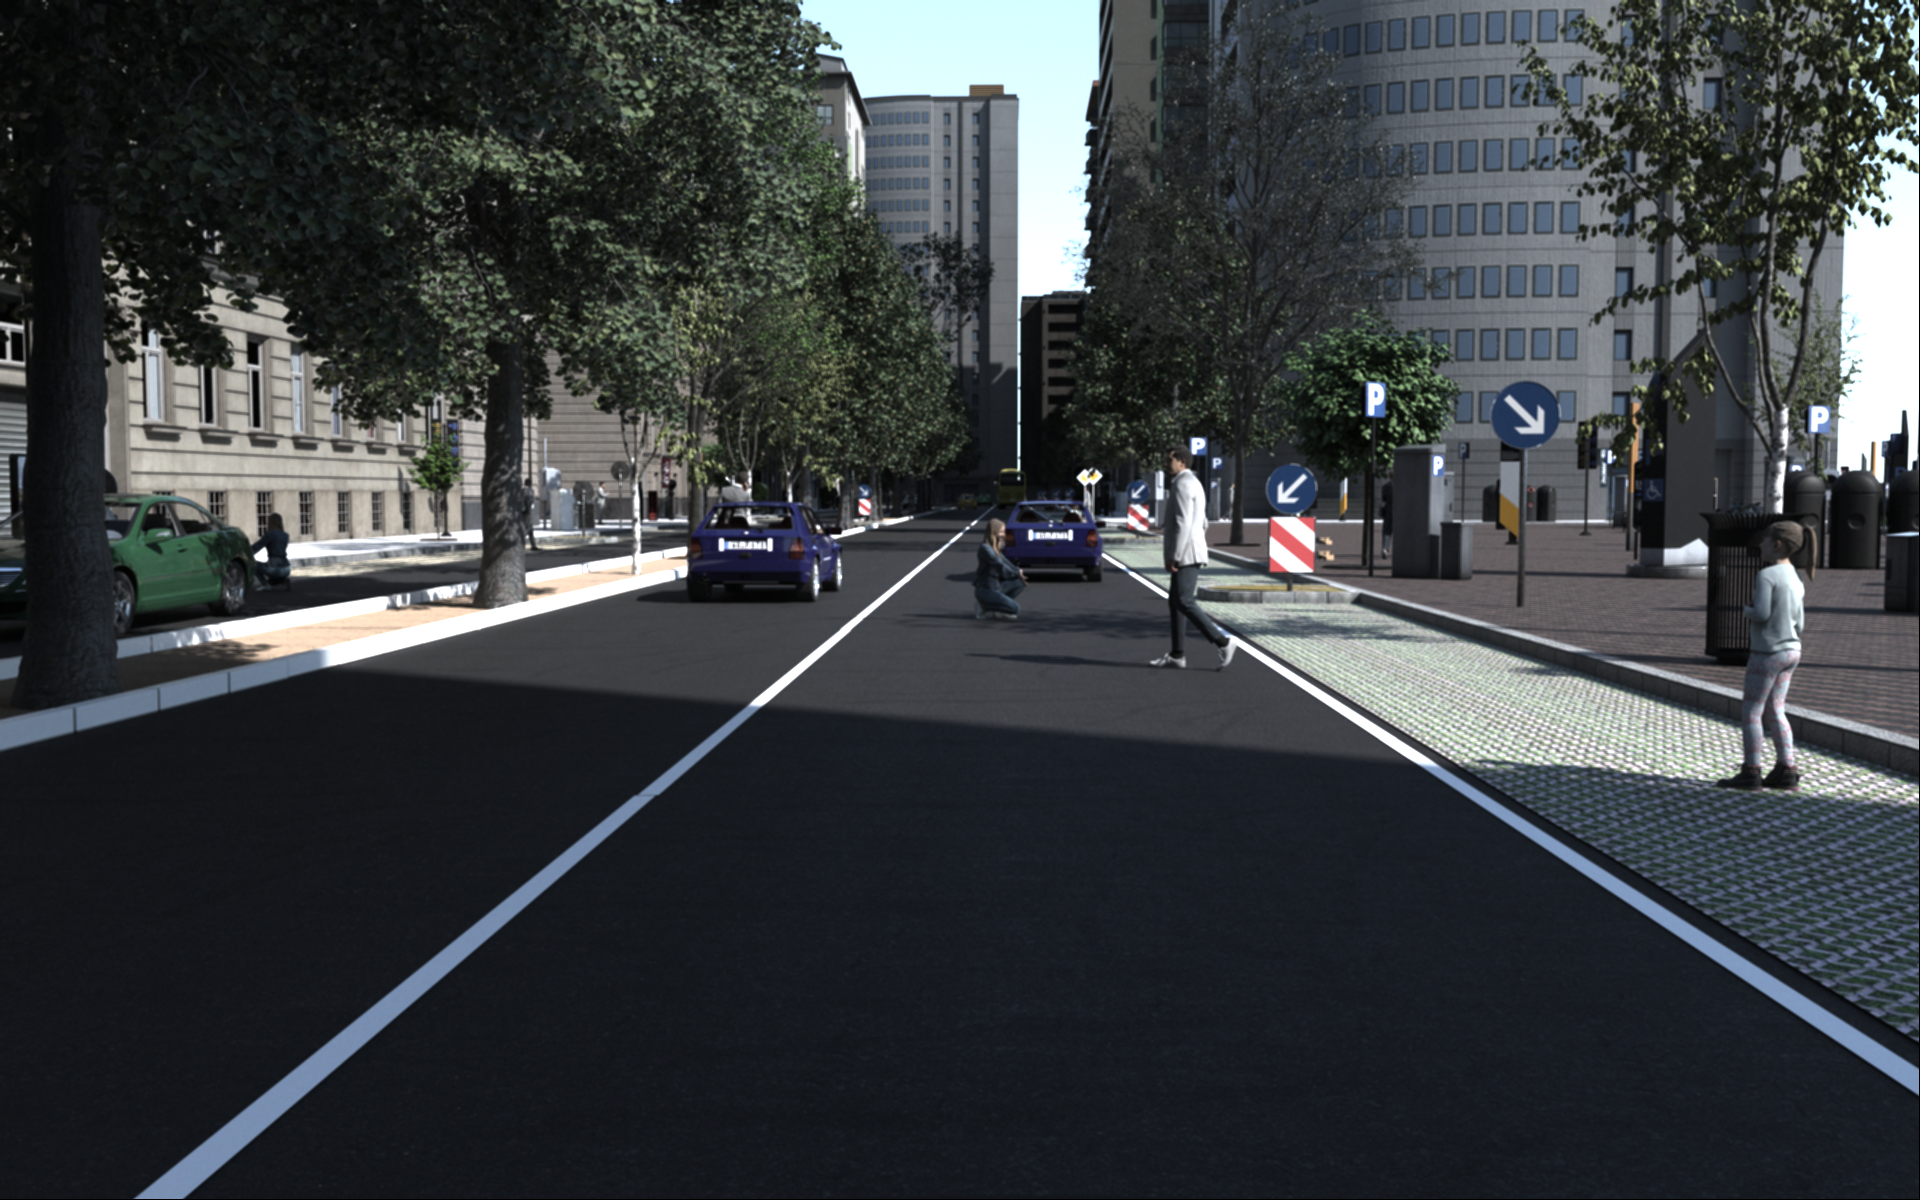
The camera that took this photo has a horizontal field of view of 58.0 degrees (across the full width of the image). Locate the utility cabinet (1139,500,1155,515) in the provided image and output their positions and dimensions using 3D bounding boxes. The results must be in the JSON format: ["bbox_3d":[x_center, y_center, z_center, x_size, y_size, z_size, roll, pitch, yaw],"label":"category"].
[{"bbox_3d":[11.052,-5.738,102.491,1.173,1.500,0.318,-1,4,-20],"label":"utility cabinet"}]

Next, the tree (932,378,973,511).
[{"bbox_3d":[-2.549,-13.377,146.931,9.928,11.665,9.643,0,3,0],"label":"tree"}]

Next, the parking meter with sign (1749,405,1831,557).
[{"bbox_3d":[16.634,-2.366,34.947,0.543,3.016,1.738,-1,4,-17],"label":"parking meter with sign"}]

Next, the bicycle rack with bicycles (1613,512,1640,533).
[{"bbox_3d":[25.356,-3.040,63.087,2.925,0.926,2.852,-1,4,-18],"label":"bicycle rack with bicycles"}]

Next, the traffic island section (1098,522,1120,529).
[{"bbox_3d":[5.640,-3.094,72.860,2.009,0.180,2.903,0,4,2],"label":"traffic island section"}]

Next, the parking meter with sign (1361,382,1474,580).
[{"bbox_3d":[7.004,-1.847,26.457,0.543,3.016,1.738,-3,5,-43],"label":"parking meter with sign"}]

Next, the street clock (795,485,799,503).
[{"bbox_3d":[-12.552,-7.908,133.869,0.358,2.002,0.471,1,4,9],"label":"street clock"}]

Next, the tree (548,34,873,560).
[{"bbox_3d":[-5.720,-6.689,37.576,9.928,11.665,9.643,0,3,0],"label":"tree"}]

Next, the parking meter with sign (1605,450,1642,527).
[{"bbox_3d":[25.989,-4.377,67.826,0.543,3.016,1.738,-1,4,-13],"label":"parking meter with sign"}]

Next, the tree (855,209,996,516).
[{"bbox_3d":[-4.406,-15.699,115.023,12.611,20.169,13.585,0,3,0],"label":"tree"}]

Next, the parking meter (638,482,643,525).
[{"bbox_3d":[-13.262,-4.008,71.244,0.399,1.863,0.255,0,4,-8],"label":"parking meter"}]

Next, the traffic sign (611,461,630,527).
[{"bbox_3d":[-13.039,-4.060,66.480,0.768,2.556,0.104,1,4,8],"label":"traffic sign"}]

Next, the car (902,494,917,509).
[{"bbox_3d":[-4.675,-9.770,171.542,2.131,1.459,4.920,0,4,3],"label":"car"}]

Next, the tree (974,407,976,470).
[{"bbox_3d":[-4.279,-10.078,84.246,9.611,12.733,9.660,0,3,0],"label":"tree"}]

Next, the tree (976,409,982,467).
[{"bbox_3d":[-3.786,-11.217,102.856,9.611,12.733,9.660,0,3,0],"label":"tree"}]

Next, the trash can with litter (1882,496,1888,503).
[{"bbox_3d":[55.338,-5.604,103.013,0.624,1.170,1.055,-2,4,-23],"label":"trash can with litter"}]

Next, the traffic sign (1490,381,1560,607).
[{"bbox_3d":[6.385,-1.195,19.647,0.768,2.556,0.104,0,4,8],"label":"traffic sign"}]

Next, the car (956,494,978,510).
[{"bbox_3d":[0.669,-9.096,158.948,2.015,1.641,3.980,0,4,0],"label":"car"}]

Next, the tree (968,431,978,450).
[{"bbox_3d":[-2.766,-12.223,136.711,8.767,10.594,7.601,0,4,2],"label":"tree"}]

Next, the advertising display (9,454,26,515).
[{"bbox_3d":[-15.082,-1.393,27.992,0.123,1.923,0.974,0,4,-8],"label":"advertising display"}]

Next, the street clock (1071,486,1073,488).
[{"bbox_3d":[9.609,-8.720,147.146,0.358,2.002,0.471,1,4,21],"label":"street clock"}]

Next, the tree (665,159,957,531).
[{"bbox_3d":[-5.161,-8.439,57.438,9.611,12.733,9.660,0,3,0],"label":"tree"}]

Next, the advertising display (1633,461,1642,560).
[{"bbox_3d":[13.573,-1.736,33.591,0.974,1.923,0.123,2,4,34],"label":"advertising display"}]

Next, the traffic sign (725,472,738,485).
[{"bbox_3d":[-10.646,-4.835,81.244,0.795,2.593,0.064,0,4,2],"label":"traffic sign"}]

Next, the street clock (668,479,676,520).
[{"bbox_3d":[-14.192,-4.926,85.115,0.471,2.002,0.358,-2,4,-32],"label":"street clock"}]

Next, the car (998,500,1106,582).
[{"bbox_3d":[1.540,-1.044,29.642,1.945,1.354,3.894,0,4,3],"label":"car"}]

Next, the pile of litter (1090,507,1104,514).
[{"bbox_3d":[8.876,-6.045,112.806,1.176,0.858,1.719,-1,4,-8],"label":"pile of litter"}]

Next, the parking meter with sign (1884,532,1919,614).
[{"bbox_3d":[10.545,-1.343,18.214,0.543,3.016,1.738,-1,4,-15],"label":"parking meter with sign"}]

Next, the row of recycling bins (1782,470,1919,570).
[{"bbox_3d":[15.821,-1.375,29.600,3.534,1.692,1.069,1,4,15],"label":"row of recycling bins"}]

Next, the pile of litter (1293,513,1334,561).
[{"bbox_3d":[6.753,-1.236,34.181,1.176,0.858,1.719,0,3,0],"label":"pile of litter"}]

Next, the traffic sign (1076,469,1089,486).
[{"bbox_3d":[5.841,-4.805,80.759,0.795,2.593,0.064,0,4,2],"label":"traffic sign"}]

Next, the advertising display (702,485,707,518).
[{"bbox_3d":[-13.074,-5.070,88.110,0.123,1.923,0.974,1,4,8],"label":"advertising display"}]

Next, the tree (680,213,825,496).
[{"bbox_3d":[-5.529,-5.646,45.132,4.360,8.622,3.978,0,3,0],"label":"tree"}]

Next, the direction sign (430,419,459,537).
[{"bbox_3d":[-15.559,-3.691,52.349,0.876,3.537,0.379,-3,5,-42],"label":"direction sign"}]

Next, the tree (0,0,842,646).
[{"bbox_3d":[-5.747,-6.865,21.358,9.857,13.997,8.962,0,3,0],"label":"tree"}]

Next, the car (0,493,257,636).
[{"bbox_3d":[-9.426,-0.442,19.029,2.131,1.459,4.920,0,3,0],"label":"car"}]

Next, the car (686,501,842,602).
[{"bbox_3d":[-2.686,-0.722,24.388,1.945,1.354,3.894,0,4,3],"label":"car"}]

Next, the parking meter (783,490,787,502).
[{"bbox_3d":[-11.476,-6.463,114.083,0.372,1.533,0.369,0,3,0],"label":"parking meter"}]

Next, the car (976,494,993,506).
[{"bbox_3d":[2.986,-12.361,210.894,1.959,1.807,4.718,0,4,1],"label":"car"}]

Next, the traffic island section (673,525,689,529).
[{"bbox_3d":[-10.895,-3.122,73.329,2.009,0.180,2.903,0,4,2],"label":"traffic island section"}]

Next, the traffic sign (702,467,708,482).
[{"bbox_3d":[-10.871,-4.347,73.262,0.795,2.593,0.064,0,4,2],"label":"traffic sign"}]

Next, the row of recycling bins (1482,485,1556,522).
[{"bbox_3d":[25.820,-4.461,80.043,3.534,1.692,1.069,-1,4,-12],"label":"row of recycling bins"}]

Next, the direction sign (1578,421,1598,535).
[{"bbox_3d":[19.504,-3.785,53.881,0.379,3.537,0.876,-1,4,-18],"label":"direction sign"}]

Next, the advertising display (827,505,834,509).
[{"bbox_3d":[-11.515,-8.999,152.342,0.974,1.923,0.123,1,4,14],"label":"advertising display"}]

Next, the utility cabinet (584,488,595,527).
[{"bbox_3d":[-14.159,-3.512,66.100,0.318,1.500,1.173,-1,4,-19],"label":"utility cabinet"}]

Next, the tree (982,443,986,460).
[{"bbox_3d":[-2.948,-12.657,126.404,9.611,12.733,9.660,0,3,0],"label":"tree"}]

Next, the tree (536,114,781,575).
[{"bbox_3d":[-5.676,-4.725,30.073,4.737,8.622,4.395,0,3,0],"label":"tree"}]

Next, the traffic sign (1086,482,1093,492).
[{"bbox_3d":[9.118,-7.488,122.531,0.768,2.556,0.104,0,4,2],"label":"traffic sign"}]

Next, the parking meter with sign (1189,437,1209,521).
[{"bbox_3d":[7.181,-3.541,54.151,0.543,3.016,1.738,-1,4,-9],"label":"parking meter with sign"}]

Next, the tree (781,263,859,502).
[{"bbox_3d":[-4.950,-5.962,50.293,4.737,8.622,4.395,0,3,0],"label":"tree"}]

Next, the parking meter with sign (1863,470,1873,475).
[{"bbox_3d":[29.242,-3.676,56.370,1.738,3.016,0.543,0,4,5],"label":"parking meter with sign"}]

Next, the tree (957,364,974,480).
[{"bbox_3d":[-4.509,-9.031,67.117,9.611,12.733,9.660,0,3,0],"label":"tree"}]

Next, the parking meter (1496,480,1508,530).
[{"bbox_3d":[19.580,-3.478,62.580,0.399,1.863,0.255,3,5,40],"label":"parking meter"}]

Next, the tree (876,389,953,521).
[{"bbox_3d":[-4.224,-9.549,93.003,8.767,10.594,7.601,0,4,2],"label":"tree"}]

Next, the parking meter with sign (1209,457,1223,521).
[{"bbox_3d":[12.012,-5.229,81.759,0.543,3.016,1.738,1,4,17],"label":"parking meter with sign"}]

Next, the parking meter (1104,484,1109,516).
[{"bbox_3d":[8.696,-5.943,102.887,0.255,1.863,0.399,1,4,15],"label":"parking meter"}]

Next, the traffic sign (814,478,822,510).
[{"bbox_3d":[-11.359,-8.488,138.888,0.768,2.556,0.104,0,4,5],"label":"traffic sign"}]

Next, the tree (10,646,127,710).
[{"bbox_3d":[-6.058,-6.258,11.425,9.857,13.997,8.962,0,3,0],"label":"tree"}]

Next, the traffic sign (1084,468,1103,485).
[{"bbox_3d":[5.616,-4.317,72.778,0.795,2.593,0.064,0,4,2],"label":"traffic sign"}]
